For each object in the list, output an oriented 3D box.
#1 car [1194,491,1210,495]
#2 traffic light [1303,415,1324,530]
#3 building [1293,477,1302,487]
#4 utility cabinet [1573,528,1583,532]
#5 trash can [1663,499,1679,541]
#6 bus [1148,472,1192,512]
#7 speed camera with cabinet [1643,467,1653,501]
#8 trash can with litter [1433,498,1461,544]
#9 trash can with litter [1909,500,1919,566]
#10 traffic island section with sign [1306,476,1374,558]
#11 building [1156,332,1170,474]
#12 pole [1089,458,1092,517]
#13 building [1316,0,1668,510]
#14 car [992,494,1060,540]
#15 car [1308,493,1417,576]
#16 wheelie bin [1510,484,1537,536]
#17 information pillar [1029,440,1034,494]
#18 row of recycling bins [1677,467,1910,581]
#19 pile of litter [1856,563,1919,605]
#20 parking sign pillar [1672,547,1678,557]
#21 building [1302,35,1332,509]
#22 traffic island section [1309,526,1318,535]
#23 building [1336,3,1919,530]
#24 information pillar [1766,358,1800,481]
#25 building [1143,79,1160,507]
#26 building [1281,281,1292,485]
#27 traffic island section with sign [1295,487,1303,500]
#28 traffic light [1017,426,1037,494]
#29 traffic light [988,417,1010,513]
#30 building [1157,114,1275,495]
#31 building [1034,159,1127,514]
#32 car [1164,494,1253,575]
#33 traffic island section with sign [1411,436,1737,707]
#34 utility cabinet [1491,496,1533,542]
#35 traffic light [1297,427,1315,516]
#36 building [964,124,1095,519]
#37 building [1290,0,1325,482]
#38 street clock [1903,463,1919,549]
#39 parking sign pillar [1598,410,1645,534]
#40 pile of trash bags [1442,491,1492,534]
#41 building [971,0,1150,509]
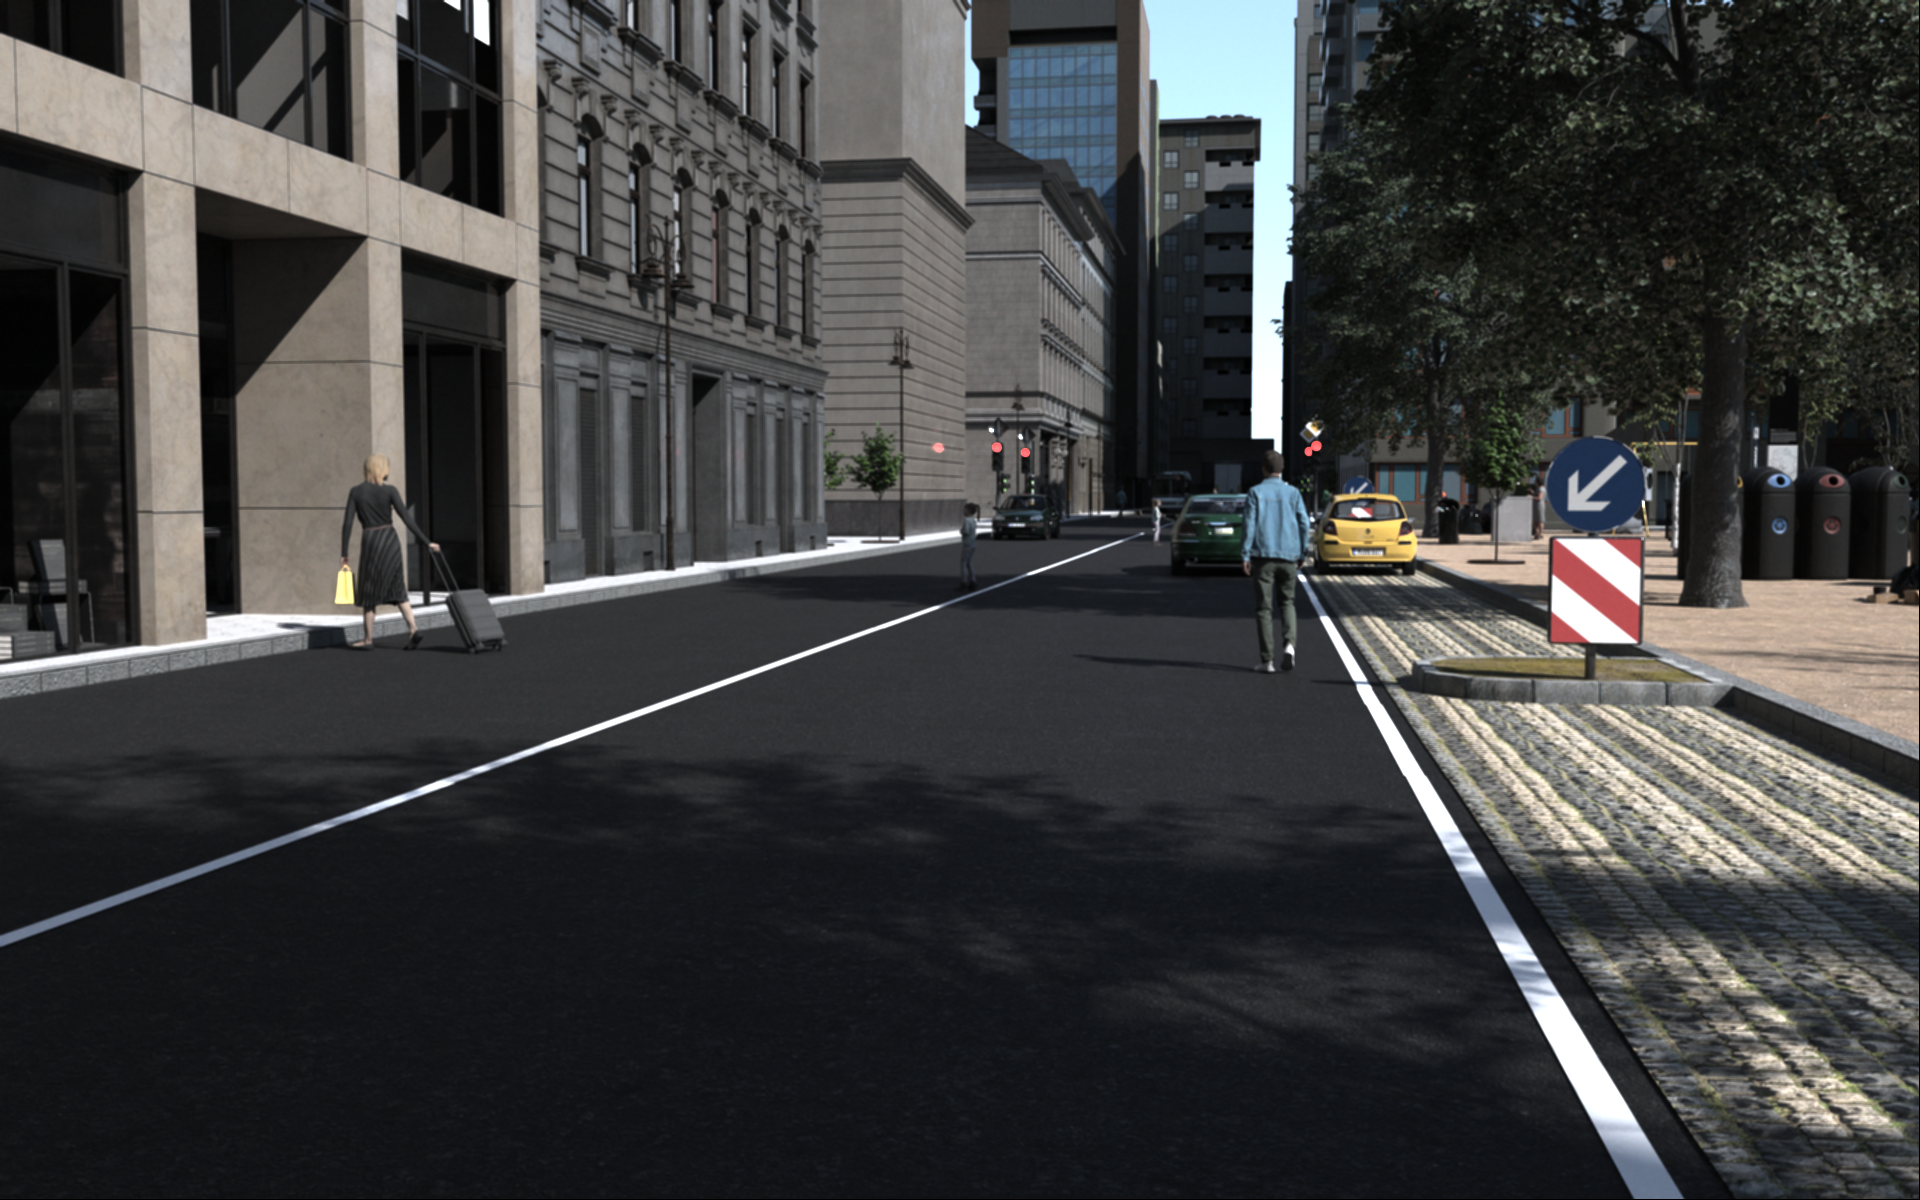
[{"bbox_3d":[29.402,-12.275,209.361,2.281,1.827,5.304,1,4,11],"label":"car"},{"bbox_3d":[12.613,-4.439,61.499,0.839,4.253,0.868,1,4,10],"label":"traffic light"},{"bbox_3d":[50.273,-29.531,174.707,32.217,40.220,23.993,1,4,10],"label":"building"},{"bbox_3d":[20.725,-2.985,57.477,0.318,1.500,1.173,3,5,40],"label":"utility cabinet"},{"bbox_3d":[19.603,-2.181,47.310,0.748,1.137,0.748,0,3,0],"label":"trash can"},{"bbox_3d":[16.825,-8.726,137.533,2.948,3.499,13.247,1,4,10],"label":"bus"},{"bbox_3d":[22.567,-3.888,57.899,0.660,3.252,2.038,3,4,39],"label":"speed camera with cabinet"},{"bbox_3d":[12.448,-2.008,44.218,0.624,1.170,1.055,1,4,23],"label":"trash can with litter"},{"bbox_3d":[17.012,-1.143,30.083,0.624,1.170,1.055,-1,4,-18],"label":"trash can with litter"},{"bbox_3d":[8.870,-1.871,39.225,1.989,1.847,2.006,1,4,10],"label":"traffic island section with sign"},{"bbox_3d":[10.280,-22.356,210.563,28.899,21.520,27.650,1,4,10],"label":"building"},{"bbox_3d":[7.408,-6.384,98.224,0.158,3.312,0.155,0,3,0],"label":"pole"},{"bbox_3d":[37.595,-30.942,125.516,23.786,49.044,30.456,1,4,10],"label":"building"},{"bbox_3d":[2.131,-2.778,55.204,2.009,1.686,4.222,1,4,11],"label":"car"},{"bbox_3d":[7.388,-1.320,31.812,2.015,1.641,3.980,1,4,10],"label":"car"},{"bbox_3d":[17.496,-2.795,53.601,0.980,1.594,0.693,2,4,32],"label":"wheelie bin"},{"bbox_3d":[3.128,-5.154,75.615,0.183,3.616,0.504,-1,4,-13],"label":"information pillar"},{"bbox_3d":[12.472,-1.155,25.992,3.534,1.692,1.069,-1,4,-9],"label":"row of recycling bins"},{"bbox_3d":[11.466,-0.380,20.180,1.176,0.858,1.719,-3,4,-37],"label":"pile of litter"},{"bbox_3d":[15.320,-2.859,35.222,1.447,3.967,1.447,2,4,23],"label":"parking sign pillar"},{"bbox_3d":[38.348,-28.968,157.219,14.154,41.232,14.086,1,4,10],"label":"building"},{"bbox_3d":[12.651,-2.405,61.607,2.009,0.180,2.903,1,4,10],"label":"traffic island section"},{"bbox_3d":[32.169,-14.163,76.605,28.899,21.520,27.650,1,4,10],"label":"building"},{"bbox_3d":[13.900,-2.322,29.323,0.504,3.616,0.183,1,4,8],"label":"information pillar"},{"bbox_3d":[11.685,-29.569,167.049,14.154,41.232,14.086,1,4,10],"label":"building"},{"bbox_3d":[50.039,-28.085,230.890,14.107,30.474,14.160,1,4,10],"label":"building"},{"bbox_3d":[22.739,-6.874,121.024,1.989,1.847,2.006,1,4,10],"label":"traffic island section with sign"},{"bbox_3d":[2.742,-5.035,71.248,0.839,4.253,0.868,1,4,10],"label":"traffic light"},{"bbox_3d":[1.408,-4.554,63.375,0.839,4.253,0.868,1,4,10],"label":"traffic light"},{"bbox_3d":[29.972,-39.901,241.614,27.495,52.752,28.713,1,4,10],"label":"building"},{"bbox_3d":[2.989,-17.935,126.527,16.112,22.955,30.059,1,4,10],"label":"building"},{"bbox_3d":[4.827,-1.234,31.977,2.131,1.459,4.920,0,4,8],"label":"car"},{"bbox_3d":[4.372,-0.246,12.646,1.989,1.847,2.006,1,4,10],"label":"traffic island section with sign"},{"bbox_3d":[14.794,-2.158,46.446,1.020,1.237,0.306,0,4,7],"label":"utility cabinet"},{"bbox_3d":[13.947,-4.921,69.373,0.839,4.253,0.868,1,4,10],"label":"traffic light"},{"bbox_3d":[0.008,-14.708,91.391,10.553,20.767,40.483,1,4,10],"label":"building"},{"bbox_3d":[49.363,-40.344,201.615,21.231,58.520,28.212,1,4,10],"label":"building"},{"bbox_3d":[22.242,-2.190,40.374,0.358,2.002,0.471,-1,4,-16],"label":"street clock"},{"bbox_3d":[21.221,-4.108,55.640,1.447,3.967,1.447,0,4,1],"label":"parking sign pillar"},{"bbox_3d":[16.313,-2.868,56.636,1.912,1.369,3.447,-1,4,-13],"label":"pile of trash bags"},{"bbox_3d":[9.316,-30.758,153.007,14.600,45.320,14.200,1,4,10],"label":"building"}]
